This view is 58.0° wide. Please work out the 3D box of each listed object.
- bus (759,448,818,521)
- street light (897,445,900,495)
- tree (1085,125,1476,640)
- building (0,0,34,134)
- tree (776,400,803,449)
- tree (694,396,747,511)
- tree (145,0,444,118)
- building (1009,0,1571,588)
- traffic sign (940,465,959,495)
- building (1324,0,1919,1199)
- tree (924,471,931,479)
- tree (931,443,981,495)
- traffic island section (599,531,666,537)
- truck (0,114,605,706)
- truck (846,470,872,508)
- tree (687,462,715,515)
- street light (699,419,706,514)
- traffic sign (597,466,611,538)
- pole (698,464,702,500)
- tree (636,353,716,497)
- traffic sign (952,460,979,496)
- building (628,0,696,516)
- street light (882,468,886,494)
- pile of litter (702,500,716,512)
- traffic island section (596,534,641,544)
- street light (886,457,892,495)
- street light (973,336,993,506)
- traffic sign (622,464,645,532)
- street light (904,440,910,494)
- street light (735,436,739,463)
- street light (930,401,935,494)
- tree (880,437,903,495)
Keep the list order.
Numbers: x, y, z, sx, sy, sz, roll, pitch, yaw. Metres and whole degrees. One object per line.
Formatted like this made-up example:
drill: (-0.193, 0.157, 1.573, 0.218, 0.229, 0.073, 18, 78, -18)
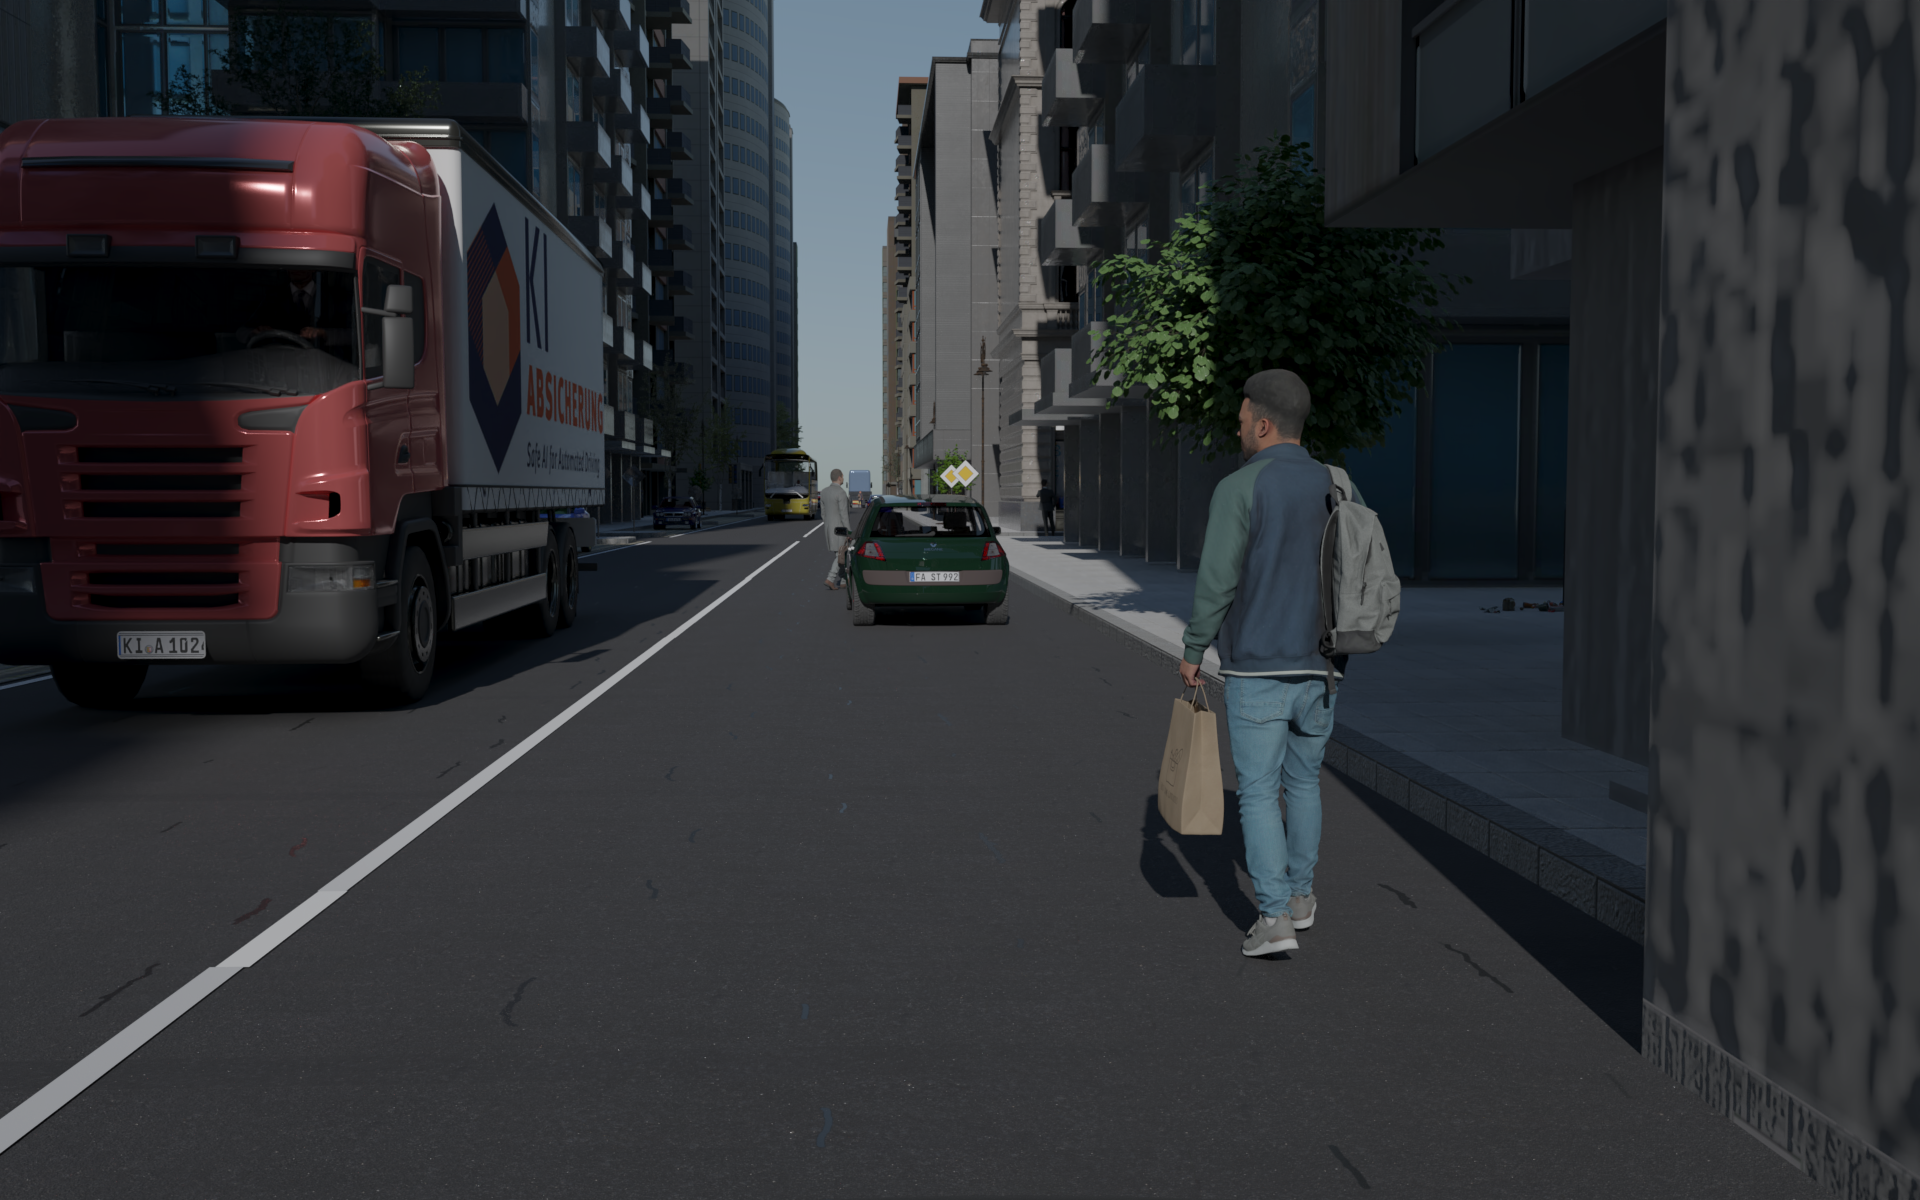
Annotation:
bus: (-9.418, -6.450, 97.006, 2.896, 3.916, 12.252, 0, 4, -3)
street light: (-5.720, -11.553, 161.676, 0.468, 5.910, 1.993, 0, 4, -3)
tree: (2.901, -1.944, 15.504, 4.285, 4.588, 4.351, 0, 3, 0)
building: (-37.571, -27.112, 32.527, 27.495, 52.752, 28.713, 0, 4, -3)
tree: (-22.576, -17.827, 209.592, 7.486, 12.596, 7.792, 0, 3, 0)
tree: (-17.778, -10.885, 128.325, 4.737, 8.622, 4.395, 0, 3, 0)
tree: (-12.494, -5.996, 32.444, 8.767, 10.594, 7.601, 1, 4, 15)
building: (13.591, -25.439, 35.541, 23.786, 49.044, 30.456, 0, 4, -3)
traffic sign: (-0.291, -3.392, 59.097, 0.795, 2.450, 0.064, 0, 4, -3)
building: (8.649, -19.672, 5.236, 14.154, 41.232, 14.086, 0, 4, -3)
tree: (-0.466, -4.791, 72.935, 1.663, 3.219, 1.824, 0, 3, 0)
tree: (-0.039, -4.342, 65.587, 1.663, 3.219, 1.824, 0, 3, 0)
traffic island section: (-11.042, -2.219, 58.569, 2.009, 0.180, 2.903, 0, 4, -3)
truck: (-5.103, -1.607, 15.183, 2.839, 4.237, 11.283, 0, 4, -4)
truck: (-10.700, -12.101, 187.609, 2.967, 4.110, 18.799, 0, 4, -5)
tree: (-15.648, -6.739, 104.792, 1.663, 3.219, 1.824, 0, 3, 0)
street light: (-15.850, -8.200, 106.854, 0.468, 5.910, 1.993, 0, 4, -3)
traffic sign: (-10.566, -2.868, 50.537, 0.795, 2.450, 0.064, 0, 4, -3)
pole: (-17.559, -7.526, 116.887, 0.158, 3.312, 0.155, 0, 3, 0)
tree: (-15.099, -8.615, 91.219, 4.360, 8.622, 3.978, 0, 3, 0)
traffic sign: (0.163, -2.904, 51.125, 0.795, 2.450, 0.064, 0, 4, -3)
building: (-28.585, -27.777, 108.778, 22.147, 44.769, 28.867, 0, 4, -3)
street light: (-10.371, -16.572, 243.732, 0.468, 5.910, 1.993, 0, 4, -3)
pile of litter: (-18.749, -6.910, 126.948, 1.719, 0.858, 1.176, 0, 4, -4)
traffic island section: (-10.589, -1.732, 50.597, 2.009, 0.180, 2.903, 0, 4, -3)
street light: (-8.409, -14.514, 210.097, 0.468, 5.910, 1.993, 0, 4, -3)
street light: (0.671, -4.764, 50.685, 0.468, 5.910, 1.993, 0, 4, -3)
traffic sign: (-11.019, -3.356, 58.509, 0.795, 2.450, 0.064, 0, 4, -3)
street light: (-4.089, -9.845, 133.761, 0.468, 5.910, 1.993, 0, 4, -3)
street light: (-17.390, -9.942, 135.343, 0.468, 5.910, 1.993, 0, 4, -3)
street light: (-1.276, -6.908, 85.728, 0.468, 5.910, 1.993, 0, 4, -3)
tree: (-8.013, -16.541, 220.802, 4.360, 8.622, 3.978, 0, 3, 0)
